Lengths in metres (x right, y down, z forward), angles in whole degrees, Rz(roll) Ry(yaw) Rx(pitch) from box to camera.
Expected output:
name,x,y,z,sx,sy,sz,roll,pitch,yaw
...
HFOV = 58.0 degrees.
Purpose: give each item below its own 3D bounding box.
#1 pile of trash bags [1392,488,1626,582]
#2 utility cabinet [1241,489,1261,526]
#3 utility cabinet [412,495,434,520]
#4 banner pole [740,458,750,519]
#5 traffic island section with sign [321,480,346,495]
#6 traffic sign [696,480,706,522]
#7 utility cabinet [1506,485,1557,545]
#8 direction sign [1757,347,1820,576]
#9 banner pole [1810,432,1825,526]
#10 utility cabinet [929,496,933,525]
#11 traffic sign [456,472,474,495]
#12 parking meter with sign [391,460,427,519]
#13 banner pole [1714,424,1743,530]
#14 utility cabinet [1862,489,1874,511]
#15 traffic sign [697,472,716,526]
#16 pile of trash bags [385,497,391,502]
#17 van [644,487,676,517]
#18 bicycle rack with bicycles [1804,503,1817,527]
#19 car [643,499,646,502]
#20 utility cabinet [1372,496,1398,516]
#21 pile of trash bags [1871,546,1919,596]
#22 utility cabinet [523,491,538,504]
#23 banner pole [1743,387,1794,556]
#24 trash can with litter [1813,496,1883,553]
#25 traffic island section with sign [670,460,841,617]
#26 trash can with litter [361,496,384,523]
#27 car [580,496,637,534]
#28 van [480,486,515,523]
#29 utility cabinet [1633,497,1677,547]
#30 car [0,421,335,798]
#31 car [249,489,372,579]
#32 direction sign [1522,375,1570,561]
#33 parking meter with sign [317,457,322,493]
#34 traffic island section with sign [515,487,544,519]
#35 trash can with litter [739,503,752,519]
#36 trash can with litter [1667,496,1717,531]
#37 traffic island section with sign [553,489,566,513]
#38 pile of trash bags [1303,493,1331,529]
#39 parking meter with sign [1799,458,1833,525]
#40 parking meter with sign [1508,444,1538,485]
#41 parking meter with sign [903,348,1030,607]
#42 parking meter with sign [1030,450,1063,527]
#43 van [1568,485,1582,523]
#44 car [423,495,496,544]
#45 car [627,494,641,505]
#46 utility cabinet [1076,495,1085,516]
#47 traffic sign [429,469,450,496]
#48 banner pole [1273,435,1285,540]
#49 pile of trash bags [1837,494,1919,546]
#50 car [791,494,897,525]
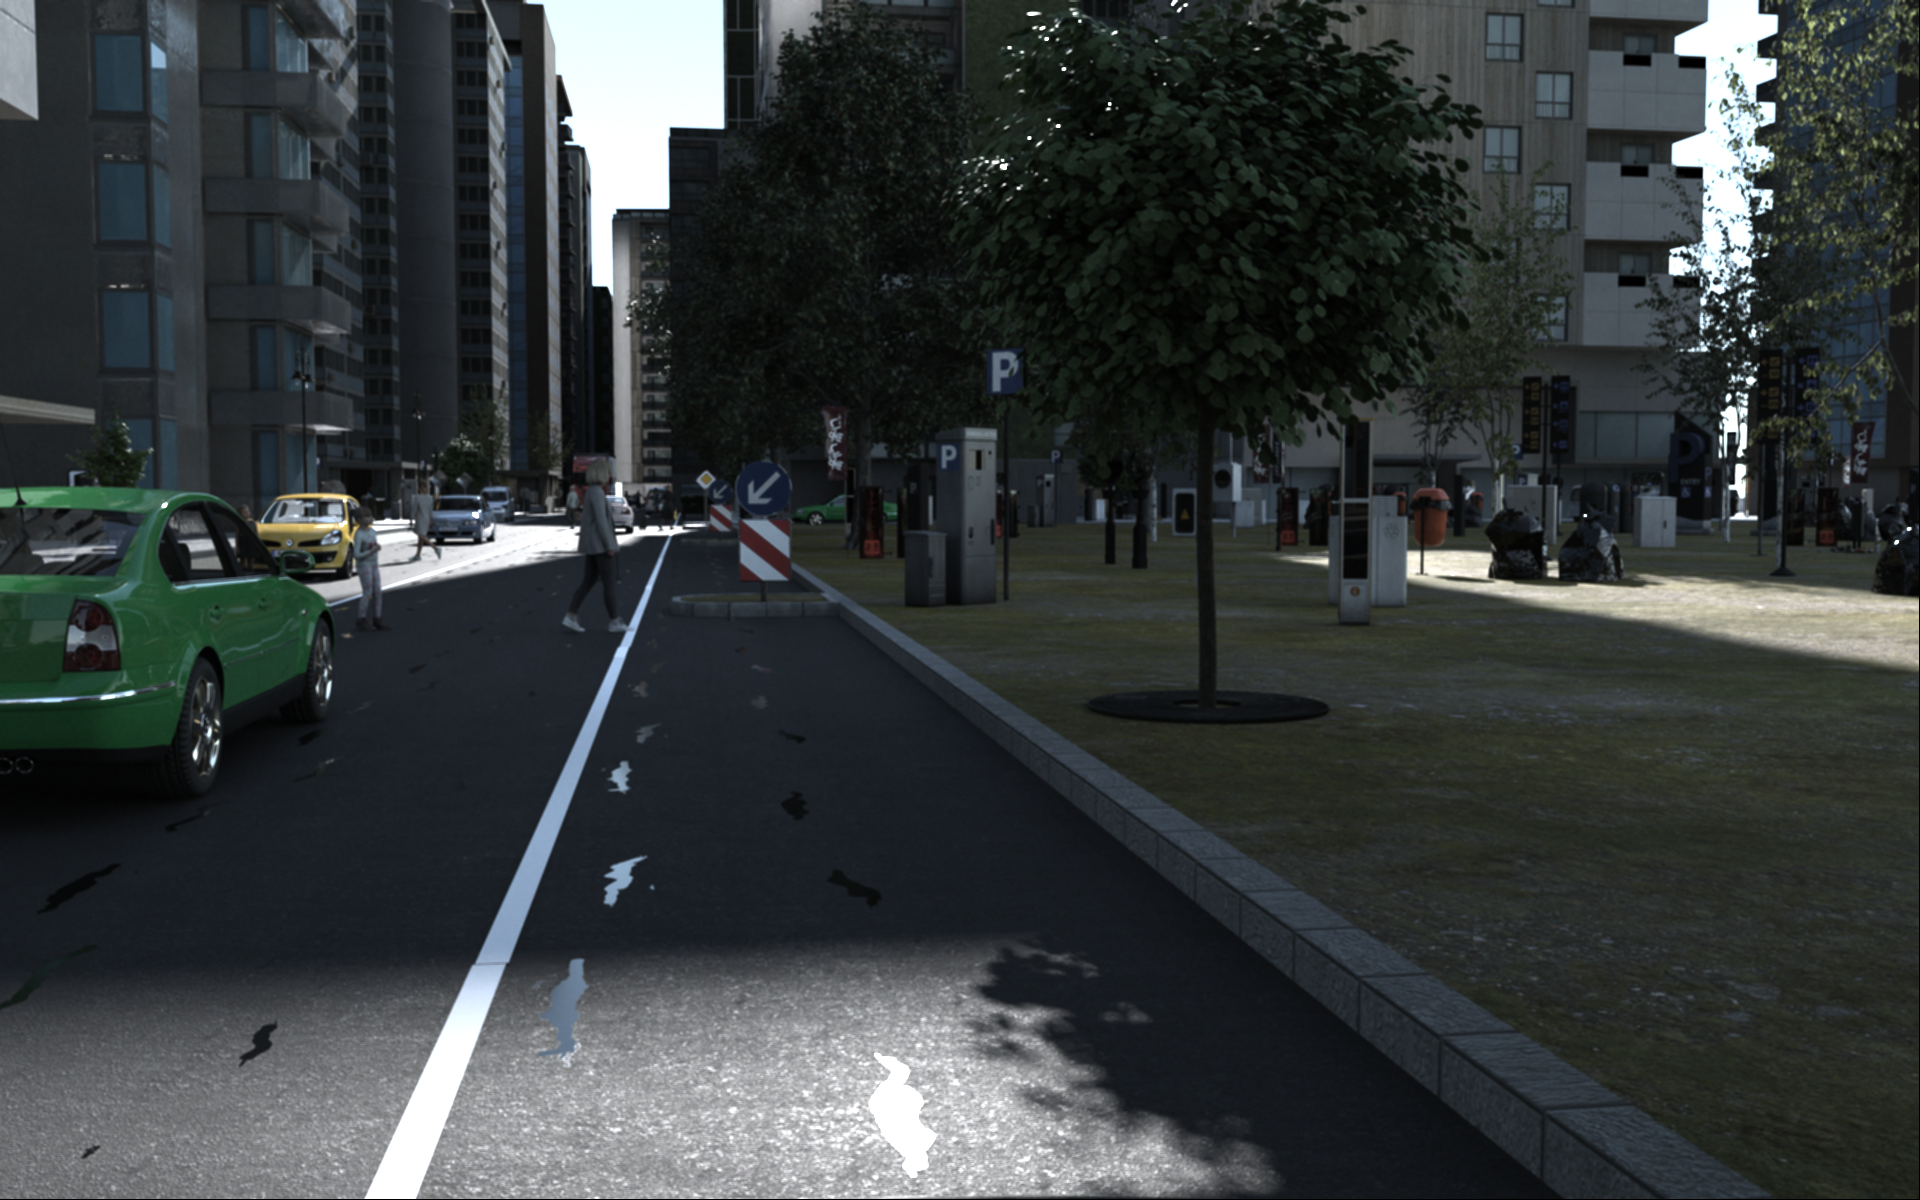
name,x,y,z,sx,sy,sz,roll,pitch,yaw
pile of trash bags,8.569,-1.043,26.801,3.447,1.369,1.912,3,5,41
utility cabinet,11.371,-3.685,68.926,1.173,1.500,0.318,0,4,2
utility cabinet,-26.729,-4.588,86.168,1.020,1.237,0.306,-1,4,-13
banner pole,-10.188,-5.651,82.403,0.863,3.779,0.401,3,5,44
traffic island section with sign,-16.859,-2.317,46.503,1.989,1.847,2.006,-1,4,-9
traffic sign,-11.546,-4.568,78.325,0.795,2.450,0.064,-1,4,-9
utility cabinet,14.305,-2.122,43.376,1.173,1.500,0.318,2,4,31
direction sign,12.913,-2.145,27.068,0.876,3.537,0.379,3,4,38
banner pole,34.409,-4.853,69.363,0.401,3.779,0.863,0,4,-3
utility cabinet,-1.594,-3.704,71.718,1.020,1.237,0.306,-3,5,-42
traffic sign,-21.917,-4.470,76.723,0.795,2.450,0.064,-1,4,-9
parking meter with sign,-28.124,-5.630,88.309,1.738,3.016,0.543,-3,5,-40
banner pole,27.043,-4.345,61.065,0.401,3.779,0.863,-1,4,-21
utility cabinet,40.972,-4.253,78.223,0.318,1.500,1.173,1,4,20
traffic sign,-10.307,-4.085,70.436,0.795,2.450,0.064,-1,4,-9
pile of trash bags,-37.245,-6.420,114.716,3.447,1.369,1.912,-3,4,-36
van,-18.761,-6.184,108.124,2.013,2.044,4.112,0,4,-8
bicycle rack with bicycles,32.955,-3.323,67.719,2.925,0.926,2.852,0,4,0
car,-29.644,-9.482,167.615,1.945,1.354,3.894,-1,4,-11
utility cabinet,14.283,-2.906,58.674,1.020,1.237,0.306,0,4,-3
pile of trash bags,13.505,-0.732,21.714,3.447,1.369,1.912,0,3,0
utility cabinet,-36.547,-8.480,147.333,1.173,1.500,0.318,1,4,11
banner pole,16.812,-2.801,35.816,0.401,3.779,0.863,-2,4,-35
trash can with litter,19.944,-1.674,38.423,1.678,1.210,2.233,1,4,16
traffic island section with sign,-2.534,-0.766,21.158,1.989,1.847,2.006,-1,4,-9
trash can with litter,-26.927,-4.119,78.405,1.678,1.210,2.233,-2,4,-29
car,-13.035,-3.166,64.131,2.083,1.381,4.827,-1,4,-10
van,-23.559,-4.941,87.804,2.013,2.044,4.112,-1,4,-10
utility cabinet,16.781,-1.875,41.825,1.020,1.237,0.306,-1,4,-17
car,-4.656,-0.037,9.396,1.959,1.807,4.718,-1,4,-9
car,-11.341,-1.227,30.286,2.015,1.641,3.980,-1,4,-10
direction sign,11.259,-2.529,33.346,0.876,3.537,0.379,2,4,31
parking meter with sign,-30.444,-5.158,80.591,0.543,3.016,1.738,1,4,16
traffic island section with sign,-25.553,-5.702,101.862,1.989,1.847,2.006,-1,4,-9
trash can with litter,-10.415,-4.488,84.760,0.624,1.170,1.055,-2,4,-27
trash can with litter,24.990,-2.993,59.990,2.233,1.210,1.678,2,4,34
traffic island section with sign,-29.786,-7.349,128.792,1.989,1.847,2.006,-1,4,-9
pile of trash bags,13.541,-3.292,63.570,1.912,1.369,3.447,1,4,12
parking meter with sign,35.611,-4.675,72.690,1.738,3.016,0.543,3,4,36
parking meter with sign,19.968,-3.952,60.869,1.738,3.016,0.543,-3,5,-39
parking meter with sign,0.049,-1.465,20.221,0.543,3.016,1.738,3,4,38
parking meter with sign,3.269,-4.341,67.239,0.543,3.016,1.738,3,4,37
van,30.448,-4.492,80.455,4.112,2.044,2.013,-1,4,-9
car,-14.724,-2.379,50.903,2.014,1.417,4.499,0,4,-8
car,-42.534,-13.051,225.384,2.014,1.417,4.499,0,4,-7
utility cabinet,6.909,-5.461,100.441,1.020,1.237,0.306,2,4,32
traffic sign,-20.678,-3.987,68.834,0.795,2.450,0.064,-1,4,-9
banner pole,9.029,-3.602,48.912,0.401,3.779,0.863,-1,4,-19
pile of trash bags,25.140,-2.291,47.207,1.912,1.369,3.447,-1,4,-10
car,-4.972,-4.075,75.417,4.718,1.807,1.959,-1,4,-10
